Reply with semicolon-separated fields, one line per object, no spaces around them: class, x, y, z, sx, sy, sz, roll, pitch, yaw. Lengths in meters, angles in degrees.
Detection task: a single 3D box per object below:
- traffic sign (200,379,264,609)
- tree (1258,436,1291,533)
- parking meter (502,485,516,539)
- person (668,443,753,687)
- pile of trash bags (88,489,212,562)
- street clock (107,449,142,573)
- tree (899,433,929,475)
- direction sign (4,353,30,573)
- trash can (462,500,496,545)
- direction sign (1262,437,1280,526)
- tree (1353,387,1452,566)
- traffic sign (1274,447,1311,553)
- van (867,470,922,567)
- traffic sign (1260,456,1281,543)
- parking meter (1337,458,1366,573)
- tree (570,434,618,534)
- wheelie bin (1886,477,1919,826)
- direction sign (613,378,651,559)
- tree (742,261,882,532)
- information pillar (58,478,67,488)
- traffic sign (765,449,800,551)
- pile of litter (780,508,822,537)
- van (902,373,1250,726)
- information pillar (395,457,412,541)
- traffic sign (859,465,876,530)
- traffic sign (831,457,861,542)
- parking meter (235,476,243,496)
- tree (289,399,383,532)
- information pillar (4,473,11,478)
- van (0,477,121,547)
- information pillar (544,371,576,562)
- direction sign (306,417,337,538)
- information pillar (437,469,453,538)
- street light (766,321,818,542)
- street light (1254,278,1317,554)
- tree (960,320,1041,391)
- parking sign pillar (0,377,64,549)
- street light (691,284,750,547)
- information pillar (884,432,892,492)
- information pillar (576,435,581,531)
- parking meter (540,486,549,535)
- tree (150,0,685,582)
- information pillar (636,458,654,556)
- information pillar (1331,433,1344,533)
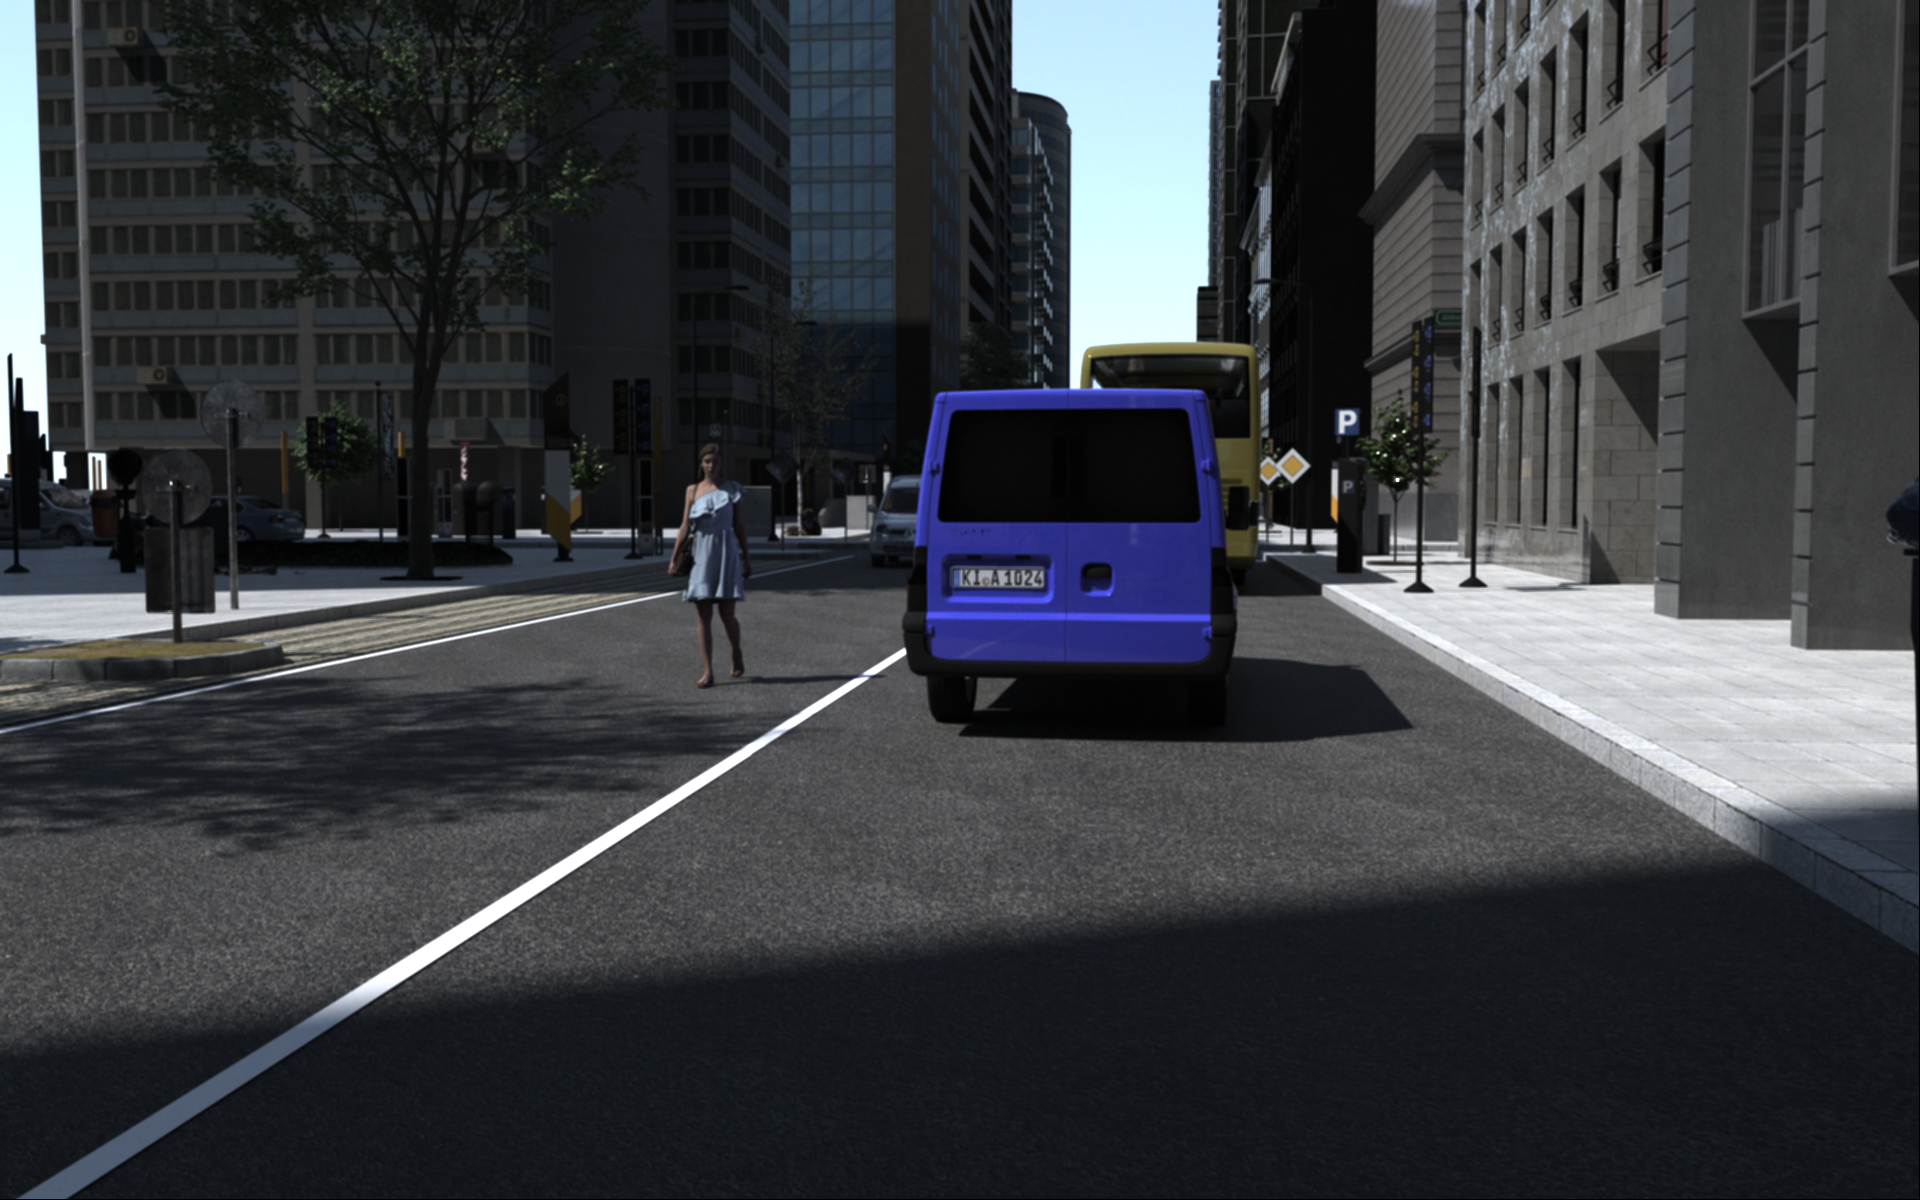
traffic sign;-8.088;-1.170;19.235;0.768;2.556;0.104;1;4;10
tree;10.094;-3.842;57.425;1.663;3.219;1.824;0;3;0
parking meter;-12.823;-2.495;49.204;0.372;1.533;0.369;0;3;0
person;-1.883;-0.276;13.104;0.616;1.811;0.778;1;4;10
pile of trash bags;-15.947;-1.497;34.223;1.912;1.369;3.447;1;4;9
street clock;-13.587;-1.447;28.228;0.471;2.002;0.358;-3;5;-42
tree;-1.515;-6.422;88.705;4.285;4.588;4.351;0;3;0
direction sign;-15.412;-2.214;28.197;0.379;3.537;0.876;-2;4;-31
trash can;-10.815;-1.670;38.962;0.748;1.137;0.748;0;3;0
direction sign;12.422;-4.729;69.317;0.876;3.537;0.379;-2;4;-27
tree;8.043;-2.249;31.373;1.663;3.219;1.824;0;3;0
traffic sign;7.167;-2.064;37.393;0.795;2.450;0.064;0;4;6
van;-0.825;-1.735;35.382;2.013;2.044;4.112;0;4;4
traffic sign;8.055;-2.550;45.329;0.795;2.450;0.064;0;4;6
parking meter;6.362;-1.373;28.163;0.399;1.863;0.255;2;4;34
tree;-12.225;-3.775;56.323;1.663;3.219;1.824;0;3;0
wheelie bin;3.921;0.091;6.422;0.980;1.594;0.693;0;4;5
direction sign;-6.463;-2.580;34.178;0.876;3.537;0.379;2;4;25
tree;-4.927;-6.418;55.301;4.360;8.622;3.978;0;3;0
information pillar;-42.202;-4.713;81.542;0.304;2.012;0.304;0;4;-8
traffic sign;-3.955;-2.141;38.652;0.795;2.450;0.064;0;4;6
pile of litter;-4.913;-2.396;53.139;1.176;0.858;1.719;3;5;40
van;0.981;-0.494;12.463;2.240;2.365;5.245;1;4;8
information pillar;-10.919;-1.819;34.230;0.304;2.012;0.304;1;4;20
traffic sign;-3.293;-3.630;61.482;0.606;2.300;0.079;1;4;11
traffic sign;-3.068;-2.627;46.588;0.795;2.450;0.064;0;4;6
parking meter;-22.812;-2.991;54.608;0.255;1.863;0.399;1;4;11
tree;-21.282;-4.618;59.210;4.285;4.588;4.351;0;3;0
information pillar;-33.624;-3.481;61.414;0.304;2.012;0.304;1;4;10
van;-23.691;-2.300;44.617;4.112;2.044;2.013;0;4;7
information pillar;-7.618;-2.536;32.825;0.504;3.616;0.183;-2;4;-35
direction sign;-18.762;-3.608;50.981;0.876;3.537;0.379;-3;5;-40
information pillar;-15.127;-2.835;50.851;0.304;2.012;0.304;3;5;40
street light;-4.509;-4.528;46.566;1.470;5.913;1.316;0;4;6
street light;7.013;-3.965;37.361;1.470;5.913;1.316;0;4;6
tree;1.836;-11.945;113.425;7.486;12.596;7.792;0;3;0
parking sign pillar;-21.950;-3.196;40.734;1.447;3.967;1.447;-2;4;-32
street light;-5.356;-4.039;38.577;1.470;5.913;1.316;0;4;6
information pillar;-2.740;-4.527;65.367;0.183;3.616;0.504;-2;4;-31
information pillar;-13.361;-4.191;59.872;0.504;3.616;0.183;-2;4;-27
parking meter;-13.114;-2.848;54.973;0.372;1.533;0.369;0;3;0
tree;-7.887;-6.105;25.566;9.928;11.665;9.643;0;3;0
information pillar;-6.525;-1.921;35.907;0.304;2.012;0.304;-1;4;-17
information pillar;12.493;-4.031;57.268;0.183;3.616;0.504;-2;4;-31
